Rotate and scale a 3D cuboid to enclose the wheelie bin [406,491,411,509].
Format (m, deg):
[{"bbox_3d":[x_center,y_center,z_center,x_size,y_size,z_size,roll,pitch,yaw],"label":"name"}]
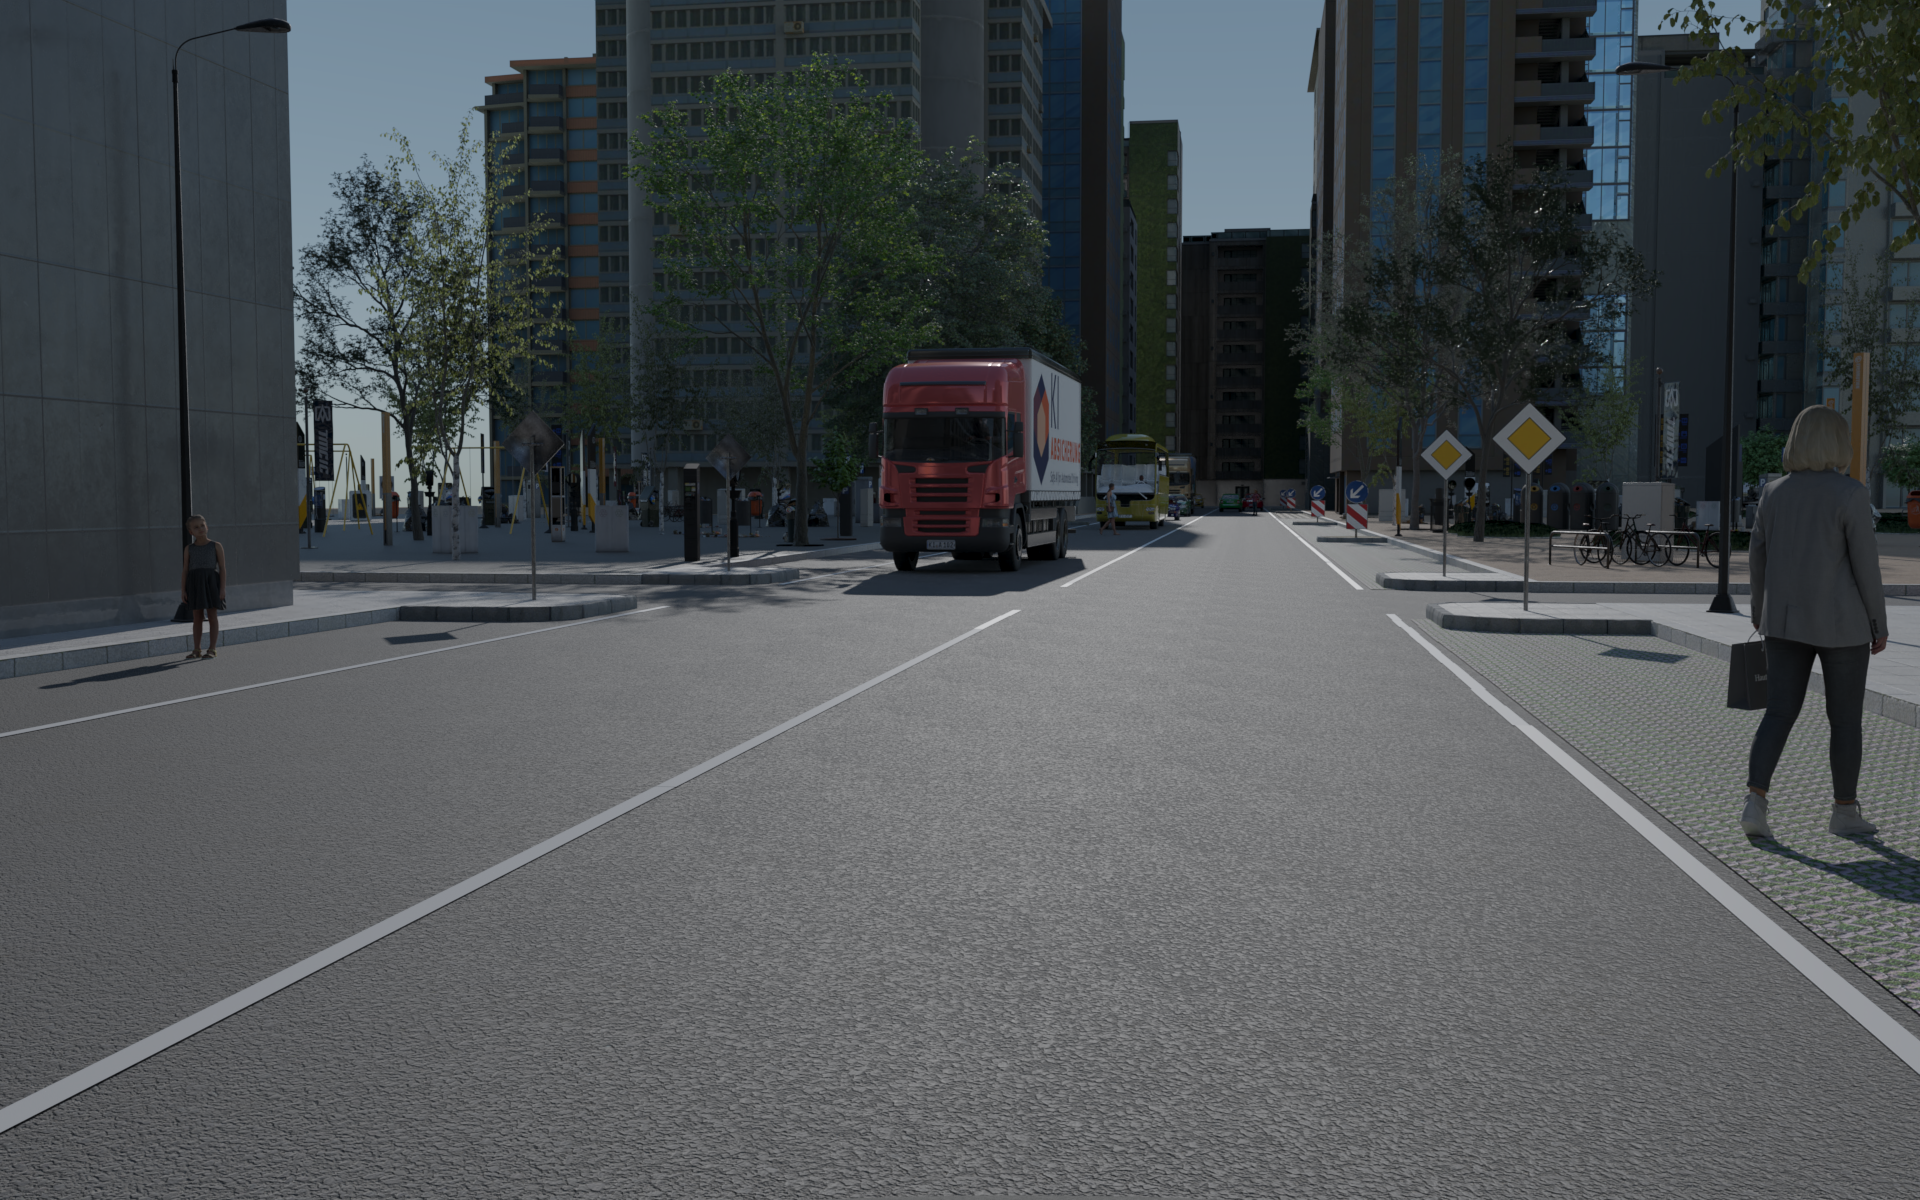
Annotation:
[{"bbox_3d":[-33.805,-6.061,107.011,0.693,1.594,0.980,-2,4,-35],"label":"wheelie bin"}]

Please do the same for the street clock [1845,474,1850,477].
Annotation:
[{"bbox_3d":[31.566,-3.479,61.459,0.471,2.002,0.358,-2,4,-33],"label":"street clock"}]

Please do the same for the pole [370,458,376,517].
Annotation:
[{"bbox_3d":[-33.551,-6.431,98.989,0.158,3.312,0.155,0,3,0],"label":"pole"}]

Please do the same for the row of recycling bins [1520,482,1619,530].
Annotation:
[{"bbox_3d":[21.896,-3.373,62.259,3.534,1.692,1.069,3,5,39],"label":"row of recycling bins"}]

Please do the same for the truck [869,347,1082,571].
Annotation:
[{"bbox_3d":[0.601,-2.855,35.597,2.839,4.237,11.283,1,4,11],"label":"truck"}]

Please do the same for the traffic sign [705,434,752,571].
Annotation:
[{"bbox_3d":[-3.850,-1.539,28.800,0.795,2.450,0.064,1,4,9],"label":"traffic sign"}]

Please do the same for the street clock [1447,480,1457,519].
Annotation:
[{"bbox_3d":[25.289,-5.174,89.159,0.471,2.002,0.358,-1,4,-17],"label":"street clock"}]

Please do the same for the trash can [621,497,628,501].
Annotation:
[{"bbox_3d":[-19.932,-5.561,102.582,0.748,1.137,0.748,0,3,0],"label":"trash can"}]

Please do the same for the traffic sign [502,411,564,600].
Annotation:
[{"bbox_3d":[-5.156,-1.057,20.922,0.795,2.450,0.064,1,4,9],"label":"traffic sign"}]

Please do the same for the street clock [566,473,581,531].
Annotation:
[{"bbox_3d":[-13.358,-3.387,59.948,0.471,2.002,0.358,2,4,29],"label":"street clock"}]

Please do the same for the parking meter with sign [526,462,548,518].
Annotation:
[{"bbox_3d":[-23.091,-5.968,93.842,1.738,3.016,0.543,3,4,36],"label":"parking meter with sign"}]

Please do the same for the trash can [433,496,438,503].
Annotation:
[{"bbox_3d":[-32.542,-5.890,107.953,0.748,1.137,0.748,0,3,0],"label":"trash can"}]

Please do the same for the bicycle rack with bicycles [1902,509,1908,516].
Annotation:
[{"bbox_3d":[42.790,-3.817,75.795,2.925,0.926,2.852,-2,4,-35],"label":"bicycle rack with bicycles"}]

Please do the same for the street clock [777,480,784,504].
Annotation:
[{"bbox_3d":[-9.365,-5.191,89.442,0.471,2.002,0.358,2,4,27],"label":"street clock"}]

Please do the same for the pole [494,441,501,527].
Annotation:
[{"bbox_3d":[-17.797,-4.450,66.595,0.158,3.312,0.155,0,3,0],"label":"pole"}]

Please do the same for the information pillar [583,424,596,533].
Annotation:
[{"bbox_3d":[-12.201,-4.042,57.445,0.183,3.616,0.504,1,4,13],"label":"information pillar"}]

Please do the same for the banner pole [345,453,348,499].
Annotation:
[{"bbox_3d":[-37.640,-7.117,106.381,0.401,3.779,0.863,-1,4,-15],"label":"banner pole"}]

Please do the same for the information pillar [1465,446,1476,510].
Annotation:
[{"bbox_3d":[24.764,-5.676,84.161,0.504,3.616,0.183,0,4,2],"label":"information pillar"}]

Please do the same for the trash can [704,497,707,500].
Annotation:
[{"bbox_3d":[-14.028,-5.020,93.729,0.748,1.137,0.748,0,3,0],"label":"trash can"}]

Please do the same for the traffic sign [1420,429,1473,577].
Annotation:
[{"bbox_3d":[7.536,-1.422,26.898,0.795,2.450,0.064,1,4,9],"label":"traffic sign"}]

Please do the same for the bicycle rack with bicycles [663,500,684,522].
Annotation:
[{"bbox_3d":[-12.892,-4.126,80.838,2.925,0.926,2.852,-3,5,-40],"label":"bicycle rack with bicycles"}]

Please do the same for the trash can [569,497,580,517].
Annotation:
[{"bbox_3d":[-21.889,-5.297,98.263,0.748,1.137,0.748,0,3,0],"label":"trash can"}]

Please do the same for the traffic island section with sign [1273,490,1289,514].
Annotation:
[{"bbox_3d":[24.242,-7.267,127.444,1.989,1.847,2.006,1,4,9],"label":"traffic island section with sign"}]

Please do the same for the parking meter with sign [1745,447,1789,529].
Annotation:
[{"bbox_3d":[30.007,-4.157,64.227,1.738,3.016,0.543,-1,4,-18],"label":"parking meter with sign"}]

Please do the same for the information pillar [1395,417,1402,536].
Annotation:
[{"bbox_3d":[13.287,-3.735,52.417,0.183,3.616,0.504,1,4,22],"label":"information pillar"}]

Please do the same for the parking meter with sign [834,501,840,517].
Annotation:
[{"bbox_3d":[-6.351,-6.298,99.235,1.738,3.016,0.543,-2,4,-24],"label":"parking meter with sign"}]

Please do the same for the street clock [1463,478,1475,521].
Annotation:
[{"bbox_3d":[22.309,-4.362,75.888,0.471,2.002,0.358,0,4,3],"label":"street clock"}]

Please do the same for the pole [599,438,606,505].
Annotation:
[{"bbox_3d":[-13.016,-4.231,63.024,0.158,3.312,0.155,0,3,0],"label":"pole"}]

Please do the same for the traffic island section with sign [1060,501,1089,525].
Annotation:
[{"bbox_3d":[4.943,-4.365,79.998,1.989,1.847,2.006,1,4,9],"label":"traffic island section with sign"}]

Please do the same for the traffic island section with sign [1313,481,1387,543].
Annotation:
[{"bbox_3d":[11.653,-2.626,51.564,1.989,1.847,2.006,1,4,9],"label":"traffic island section with sign"}]

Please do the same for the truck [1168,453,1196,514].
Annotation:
[{"bbox_3d":[15.137,-8.109,121.501,2.839,4.237,11.283,1,4,10],"label":"truck"}]

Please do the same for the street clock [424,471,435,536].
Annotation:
[{"bbox_3d":[-16.361,-2.989,53.444,0.358,2.002,0.471,-1,4,-12],"label":"street clock"}]

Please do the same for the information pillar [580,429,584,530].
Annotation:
[{"bbox_3d":[-13.624,-4.357,62.587,0.183,3.616,0.504,-1,4,-22],"label":"information pillar"}]

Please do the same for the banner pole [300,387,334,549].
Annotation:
[{"bbox_3d":[-15.127,-3.104,40.768,0.863,3.779,0.401,0,4,1],"label":"banner pole"}]

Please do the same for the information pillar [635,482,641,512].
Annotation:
[{"bbox_3d":[-18.976,-5.969,102.085,0.304,2.012,0.304,1,4,11],"label":"information pillar"}]

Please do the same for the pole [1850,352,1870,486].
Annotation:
[{"bbox_3d":[13.006,-1.911,25.080,0.158,3.312,0.155,0,3,0],"label":"pole"}]

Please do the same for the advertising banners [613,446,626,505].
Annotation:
[{"bbox_3d":[-12.633,-4.160,64.209,0.090,3.025,2.074,0,4,0],"label":"advertising banners"}]

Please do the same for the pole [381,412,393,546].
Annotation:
[{"bbox_3d":[-14.290,-3.017,43.176,0.158,3.312,0.155,0,3,0],"label":"pole"}]

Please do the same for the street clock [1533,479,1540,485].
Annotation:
[{"bbox_3d":[26.985,-4.681,81.106,0.358,2.002,0.471,2,4,30],"label":"street clock"}]

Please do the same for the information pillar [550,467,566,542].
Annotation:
[{"bbox_3d":[-10.751,-2.558,46.319,0.304,2.012,0.304,0,4,5],"label":"information pillar"}]

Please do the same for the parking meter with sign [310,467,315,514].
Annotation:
[{"bbox_3d":[-41.646,-6.952,109.930,1.738,3.016,0.543,2,4,32],"label":"parking meter with sign"}]

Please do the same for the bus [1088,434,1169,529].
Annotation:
[{"bbox_3d":[7.460,-5.059,74.260,2.896,3.916,12.252,1,4,9],"label":"bus"}]

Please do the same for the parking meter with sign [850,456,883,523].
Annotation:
[{"bbox_3d":[-4.251,-4.900,76.373,1.738,3.016,0.543,2,4,24],"label":"parking meter with sign"}]

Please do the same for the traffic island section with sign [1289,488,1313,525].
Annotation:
[{"bbox_3d":[16.286,-4.334,79.492,1.989,1.847,2.006,1,4,9],"label":"traffic island section with sign"}]

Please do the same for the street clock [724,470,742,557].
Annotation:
[{"bbox_3d":[-4.613,-1.876,35.238,0.358,2.002,0.471,0,4,6],"label":"street clock"}]

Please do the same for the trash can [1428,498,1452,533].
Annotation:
[{"bbox_3d":[15.904,-2.799,57.423,0.748,1.137,0.748,0,3,0],"label":"trash can"}]

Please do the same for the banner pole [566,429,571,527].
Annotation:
[{"bbox_3d":[-15.122,-4.706,66.959,0.401,3.779,0.863,0,4,-4],"label":"banner pole"}]

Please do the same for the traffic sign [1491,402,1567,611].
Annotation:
[{"bbox_3d":[6.230,-0.941,19.020,0.795,2.450,0.064,1,4,9],"label":"traffic sign"}]

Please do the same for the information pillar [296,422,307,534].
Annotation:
[{"bbox_3d":[-21.375,-3.964,56.174,0.183,3.616,0.504,0,4,6],"label":"information pillar"}]

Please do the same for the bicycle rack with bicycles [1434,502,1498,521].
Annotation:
[{"bbox_3d":[21.864,-3.735,74.450,2.852,0.926,2.925,0,4,2],"label":"bicycle rack with bicycles"}]

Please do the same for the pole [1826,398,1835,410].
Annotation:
[{"bbox_3d":[18.529,-2.637,36.951,0.158,3.312,0.155,0,3,0],"label":"pole"}]

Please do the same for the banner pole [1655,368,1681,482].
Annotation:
[{"bbox_3d":[13.933,-2.705,34.238,0.401,3.779,0.863,-1,4,-15],"label":"banner pole"}]

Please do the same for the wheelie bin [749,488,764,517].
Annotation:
[{"bbox_3d":[-11.551,-5.500,97.830,0.980,1.594,0.693,1,4,12],"label":"wheelie bin"}]

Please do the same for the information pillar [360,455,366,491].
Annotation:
[{"bbox_3d":[-35.582,-6.845,103.262,0.183,3.616,0.504,1,4,9],"label":"information pillar"}]

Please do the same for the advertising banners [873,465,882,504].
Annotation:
[{"bbox_3d":[-5.196,-6.572,103.642,2.074,3.025,0.090,3,5,42],"label":"advertising banners"}]

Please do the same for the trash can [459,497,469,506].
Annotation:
[{"bbox_3d":[-25.135,-4.640,87.515,0.748,1.137,0.748,0,3,0],"label":"trash can"}]

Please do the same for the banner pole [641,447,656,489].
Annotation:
[{"bbox_3d":[-16.653,-6.255,92.278,0.401,3.779,0.863,3,5,40],"label":"banner pole"}]

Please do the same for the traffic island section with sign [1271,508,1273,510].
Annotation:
[{"bbox_3d":[28.717,-8.916,154.404,1.989,1.847,2.006,1,4,9],"label":"traffic island section with sign"}]

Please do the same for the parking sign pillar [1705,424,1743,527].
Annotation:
[{"bbox_3d":[29.817,-4.840,67.612,1.447,3.967,1.447,-3,4,-37],"label":"parking sign pillar"}]

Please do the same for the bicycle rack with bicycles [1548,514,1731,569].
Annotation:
[{"bbox_3d":[11.827,-1.068,30.844,2.852,0.926,2.925,-1,4,-12],"label":"bicycle rack with bicycles"}]
